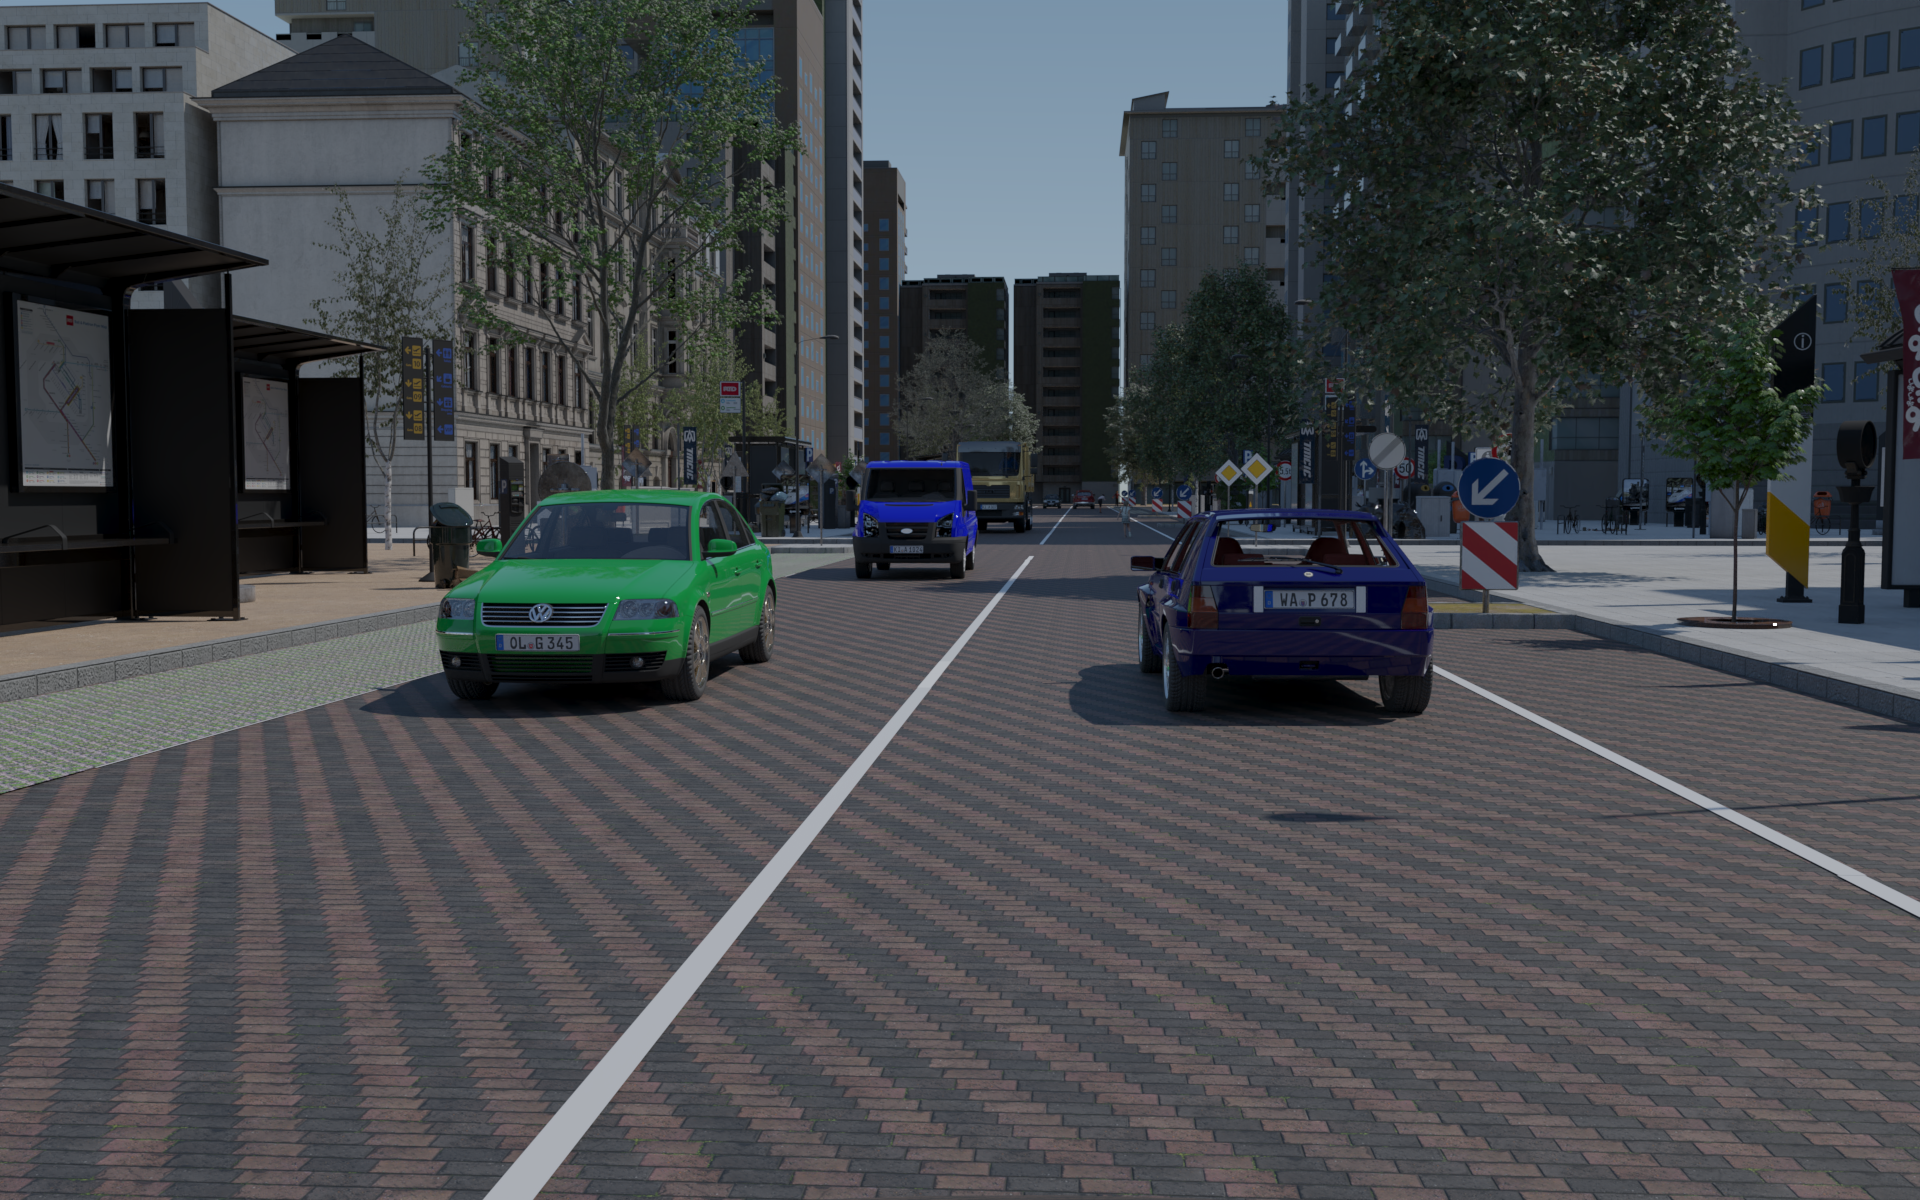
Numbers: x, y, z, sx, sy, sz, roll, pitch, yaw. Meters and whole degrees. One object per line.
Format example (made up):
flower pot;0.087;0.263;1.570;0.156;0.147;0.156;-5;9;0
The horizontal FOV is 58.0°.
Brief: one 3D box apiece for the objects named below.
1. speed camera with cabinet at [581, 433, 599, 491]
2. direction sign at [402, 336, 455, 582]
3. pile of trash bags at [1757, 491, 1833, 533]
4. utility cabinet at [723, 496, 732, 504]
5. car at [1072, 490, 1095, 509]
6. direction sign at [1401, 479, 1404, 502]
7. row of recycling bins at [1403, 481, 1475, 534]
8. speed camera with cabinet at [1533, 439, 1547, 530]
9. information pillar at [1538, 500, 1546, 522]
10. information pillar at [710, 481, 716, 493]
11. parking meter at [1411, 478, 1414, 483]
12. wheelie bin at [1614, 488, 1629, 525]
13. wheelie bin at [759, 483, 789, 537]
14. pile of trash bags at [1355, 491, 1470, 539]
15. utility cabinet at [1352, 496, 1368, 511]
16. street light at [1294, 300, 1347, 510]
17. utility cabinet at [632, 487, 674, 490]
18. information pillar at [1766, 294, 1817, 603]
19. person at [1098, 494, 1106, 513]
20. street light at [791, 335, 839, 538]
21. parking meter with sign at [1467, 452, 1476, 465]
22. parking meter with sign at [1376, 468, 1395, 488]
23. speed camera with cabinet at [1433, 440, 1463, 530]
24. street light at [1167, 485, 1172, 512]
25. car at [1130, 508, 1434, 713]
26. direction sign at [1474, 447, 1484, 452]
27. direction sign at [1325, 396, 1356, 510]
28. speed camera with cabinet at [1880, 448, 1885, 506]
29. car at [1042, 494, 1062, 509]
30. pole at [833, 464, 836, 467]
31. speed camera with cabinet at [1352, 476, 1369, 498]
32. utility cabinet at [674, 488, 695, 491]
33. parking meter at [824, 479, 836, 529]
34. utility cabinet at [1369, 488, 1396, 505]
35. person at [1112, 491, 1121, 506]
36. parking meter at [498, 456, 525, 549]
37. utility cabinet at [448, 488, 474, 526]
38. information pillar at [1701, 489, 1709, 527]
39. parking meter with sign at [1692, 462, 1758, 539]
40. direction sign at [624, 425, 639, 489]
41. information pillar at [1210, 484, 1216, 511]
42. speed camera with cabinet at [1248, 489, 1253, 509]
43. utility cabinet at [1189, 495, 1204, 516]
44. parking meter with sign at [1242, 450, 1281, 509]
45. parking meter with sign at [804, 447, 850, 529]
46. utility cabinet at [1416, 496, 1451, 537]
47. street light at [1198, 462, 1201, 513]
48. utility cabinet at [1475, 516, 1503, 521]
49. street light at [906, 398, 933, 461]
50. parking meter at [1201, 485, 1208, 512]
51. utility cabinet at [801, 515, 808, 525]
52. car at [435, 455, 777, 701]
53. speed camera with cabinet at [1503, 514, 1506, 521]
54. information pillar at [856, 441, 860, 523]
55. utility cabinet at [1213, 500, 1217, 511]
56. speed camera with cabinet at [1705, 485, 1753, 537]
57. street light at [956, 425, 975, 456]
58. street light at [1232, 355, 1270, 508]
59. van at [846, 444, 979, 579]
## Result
speed camera with cabinet;-11.985;-3.760;55.814;0.660;3.252;2.038;-1;4;-10
direction sign;-7.745;-2.037;25.299;0.379;3.537;0.876;2;4;35
pile of trash bags;27.518;-2.976;58.407;3.447;1.369;1.912;2;4;33
utility cabinet;-8.195;-2.941;59.245;0.306;1.237;1.020;2;4;27
car;11.918;-9.675;166.862;2.281;1.827;5.304;0;4;2
direction sign;25.332;-6.559;99.229;0.379;3.537;0.876;0;4;4
row of recycling bins;16.186;-3.006;56.266;3.534;1.692;1.069;0;4;2
speed camera with cabinet;20.817;-4.207;63.128;0.660;3.252;2.038;0;4;4
information pillar;26.889;-4.626;80.128;0.304;2.012;0.304;0;4;-6
information pillar;-13.705;-5.599;96.028;0.304;2.012;0.304;-2;4;-28
parking meter;16.626;-3.511;63.109;0.255;1.863;0.399;-2;4;-34
wheelie bin;28.032;-3.989;73.126;0.693;1.594;0.980;0;4;5
wheelie bin;-5.558;-2.665;51.488;0.980;1.594;0.693;1;4;14
pile of trash bags;12.975;-2.454;49.881;3.447;1.369;1.912;1;4;13
utility cabinet;15.124;-3.340;65.776;0.306;1.237;1.020;-1;4;-14
street light;8.693;-4.221;41.550;1.470;5.913;1.316;0;4;4
utility cabinet;-9.226;-2.639;51.824;1.173;1.500;0.318;-3;5;-44
information pillar;9.794;-1.776;20.396;0.504;3.616;0.183;0;4;3
person;10.619;-7.208;129.542;0.628;1.438;0.799;0;4;3
street light;-4.243;-4.788;50.827;1.470;5.913;1.316;0;4;4
parking meter with sign;21.185;-4.671;72.624;0.543;3.016;1.738;0;4;-8
parking meter with sign;26.889;-6.979;110.366;1.738;3.016;0.543;-1;4;-8
speed camera with cabinet;17.606;-4.158;62.319;0.660;3.252;2.038;0;4;-1
street light;14.506;-9.281;124.283;1.470;5.913;1.316;0;4;4
car;2.256;-0.008;12.718;1.945;1.354;3.894;0;4;2
direction sign;25.095;-5.619;83.872;0.379;3.537;0.876;-1;4;-11
direction sign;8.849;-2.955;40.313;0.379;3.537;0.876;-3;4;-37
speed camera with cabinet;18.212;-2.313;32.161;2.038;3.252;0.660;0;4;-8
car;9.124;-9.894;171.553;2.009;1.686;4.222;0;4;6
pole;-8.551;-7.580;117.774;0.158;3.312;0.155;0;3;0
speed camera with cabinet;20.785;-5.798;89.139;2.038;3.252;0.660;0;4;6
utility cabinet;-10.256;-3.333;63.178;1.173;1.500;0.318;2;4;25
parking meter;-4.760;-3.525;63.351;0.399;1.863;0.255;-3;5;-44
utility cabinet;14.310;-3.061;58.723;0.318;1.500;1.173;-1;4;-19
person;17.994;-11.615;198.368;1.348;1.831;0.705;-2;4;-25
parking meter;-6.914;-1.288;26.769;0.255;1.863;0.399;-3;5;-39
utility cabinet;-17.517;-3.185;60.761;0.318;1.500;1.173;1;4;15
information pillar;29.015;-3.842;67.310;0.304;2.012;0.304;0;4;5
parking meter with sign;22.020;-3.278;49.849;1.738;3.016;0.543;3;4;36
direction sign;-10.764;-3.968;56.868;0.379;3.537;0.876;1;4;22
information pillar;18.144;-7.326;124.265;0.304;2.012;0.304;-3;5;-42
speed camera with cabinet;16.985;-6.540;101.270;0.660;3.252;2.038;2;4;34
utility cabinet;13.867;-5.517;101.366;0.306;1.237;1.020;-2;4;-35
parking meter with sign;11.838;-4.374;67.783;0.543;3.016;1.738;-3;4;-37
parking meter with sign;-4.916;-4.174;64.512;1.738;3.016;0.543;2;4;25
utility cabinet;14.183;-2.492;51.912;1.020;1.237;0.306;-1;4;-18
street light;12.143;-7.282;91.608;1.470;5.913;1.316;0;4;4
utility cabinet;15.349;-2.498;49.518;1.173;1.500;0.318;3;4;37
street light;-2.007;-6.787;83.511;1.470;5.913;1.316;0;4;4
parking meter;16.558;-6.819;117.205;0.399;1.863;0.255;-1;4;-14
utility cabinet;-6.726;-3.785;70.565;1.173;1.500;0.318;-3;5;-43
car;-2.583;-0.286;13.469;1.959;1.807;4.718;0;4;3
speed camera with cabinet;19.045;-4.086;61.137;2.038;3.252;0.660;-2;4;-32
information pillar;-4.475;-5.195;76.288;0.183;3.616;0.504;0;4;-6
utility cabinet;14.958;-5.360;98.794;1.020;1.237;0.306;-1;4;-9
speed camera with cabinet;23.505;-3.582;52.897;0.660;3.252;2.038;0;4;-1
street light;0.287;-8.786;116.191;1.470;5.913;1.316;0;4;4
street light;9.749;-5.211;57.748;1.470;5.913;1.316;0;4;4
van;-0.742;-1.635;31.124;2.240;2.365;5.245;0;4;3
